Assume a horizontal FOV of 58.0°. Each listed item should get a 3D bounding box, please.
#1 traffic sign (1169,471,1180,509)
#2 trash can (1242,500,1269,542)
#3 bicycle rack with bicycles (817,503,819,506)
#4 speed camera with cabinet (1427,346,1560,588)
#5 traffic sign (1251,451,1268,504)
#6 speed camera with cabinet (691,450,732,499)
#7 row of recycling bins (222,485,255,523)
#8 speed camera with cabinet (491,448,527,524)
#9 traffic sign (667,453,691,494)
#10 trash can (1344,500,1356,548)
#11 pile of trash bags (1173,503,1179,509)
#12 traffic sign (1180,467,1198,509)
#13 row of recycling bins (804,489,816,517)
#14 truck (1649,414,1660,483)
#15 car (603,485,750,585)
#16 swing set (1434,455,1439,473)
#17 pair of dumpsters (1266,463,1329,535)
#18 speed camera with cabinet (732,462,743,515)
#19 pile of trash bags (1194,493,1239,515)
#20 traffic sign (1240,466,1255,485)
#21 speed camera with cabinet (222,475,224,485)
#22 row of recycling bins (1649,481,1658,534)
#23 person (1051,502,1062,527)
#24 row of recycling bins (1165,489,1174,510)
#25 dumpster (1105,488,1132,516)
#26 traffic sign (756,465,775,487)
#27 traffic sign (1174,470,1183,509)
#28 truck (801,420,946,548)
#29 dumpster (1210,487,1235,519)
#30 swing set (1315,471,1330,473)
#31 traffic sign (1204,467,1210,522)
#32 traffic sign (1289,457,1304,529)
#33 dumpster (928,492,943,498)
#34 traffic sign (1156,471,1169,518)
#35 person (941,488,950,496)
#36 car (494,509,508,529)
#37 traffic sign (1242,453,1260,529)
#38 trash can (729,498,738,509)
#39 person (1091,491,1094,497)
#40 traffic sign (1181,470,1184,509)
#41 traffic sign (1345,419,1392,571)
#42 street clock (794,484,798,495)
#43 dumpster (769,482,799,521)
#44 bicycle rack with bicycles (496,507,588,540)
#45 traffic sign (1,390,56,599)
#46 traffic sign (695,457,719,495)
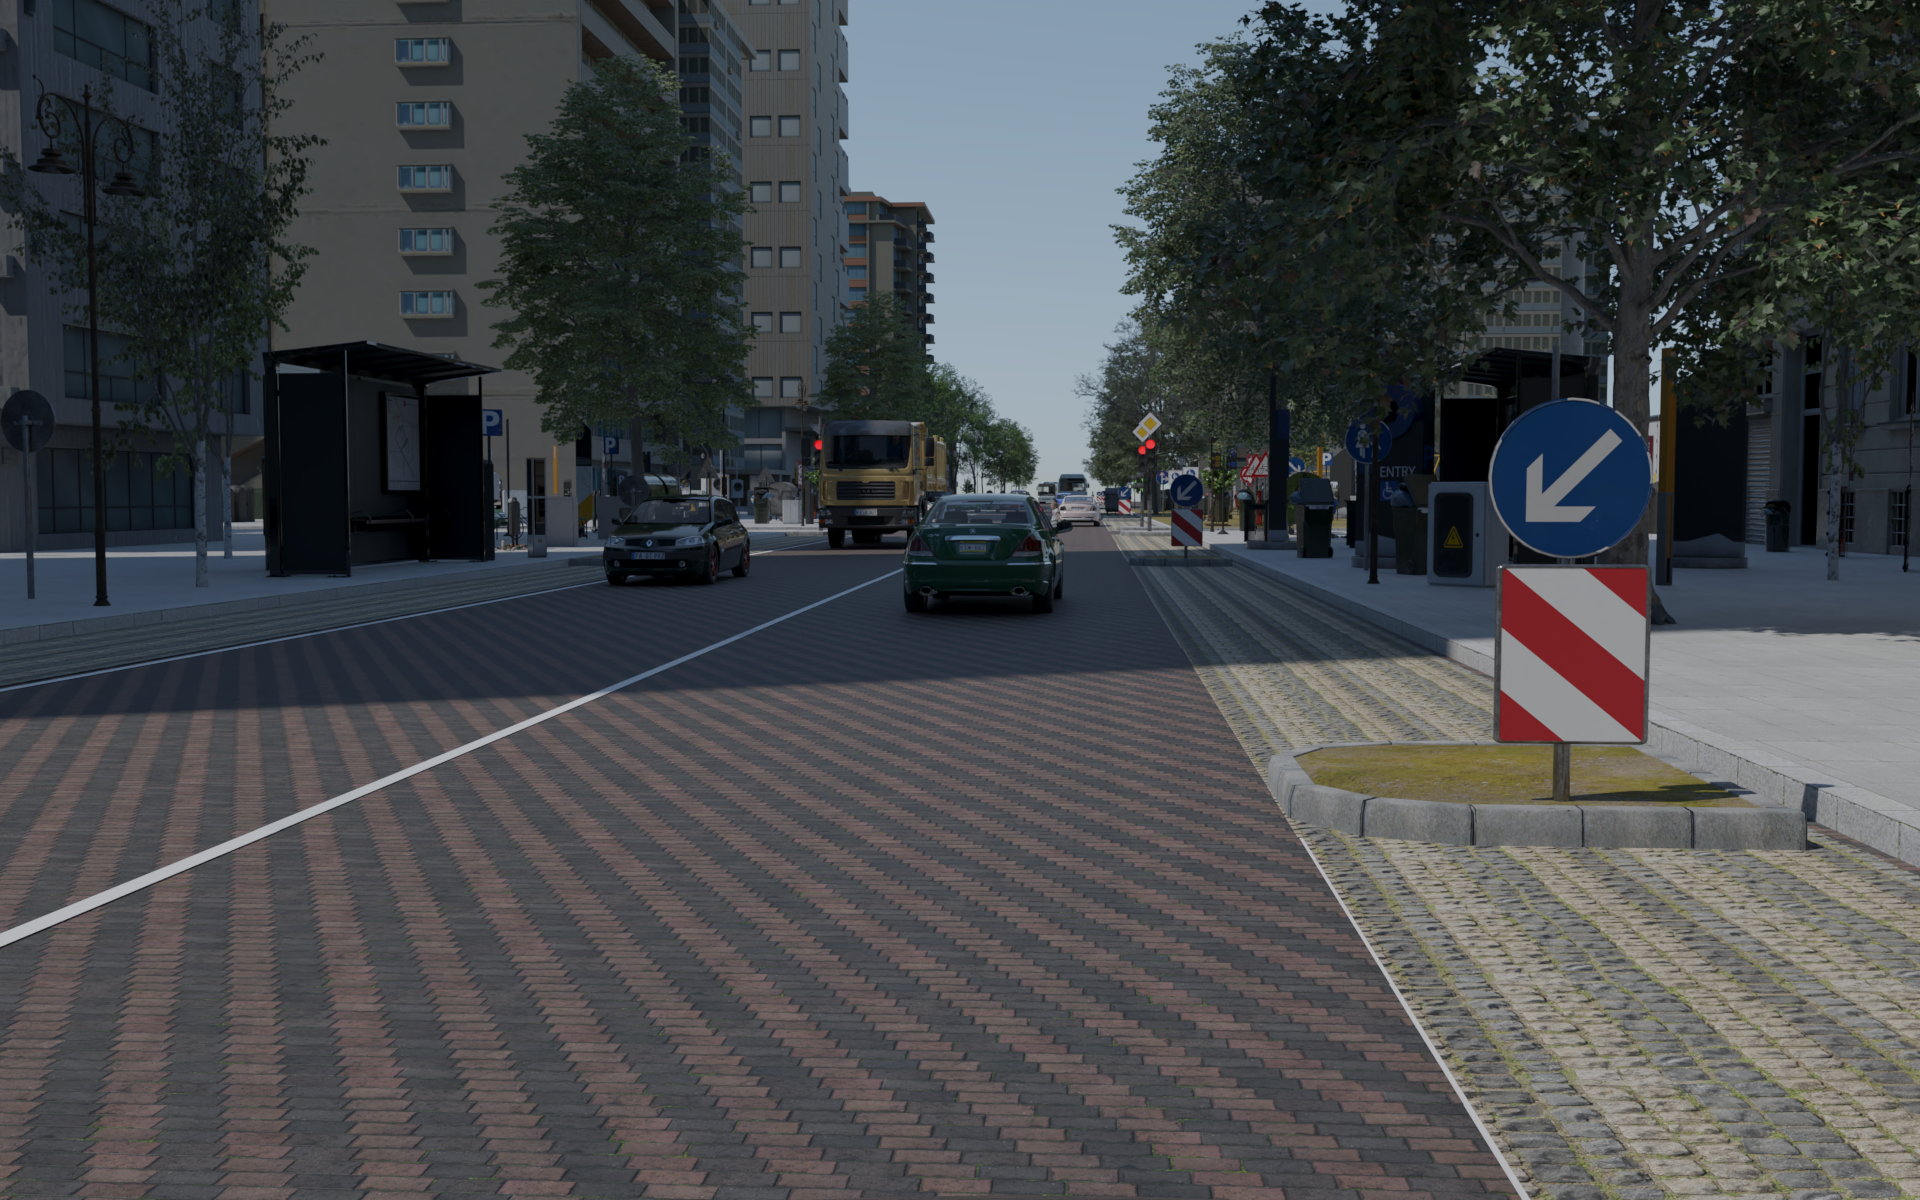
[{"bbox_3d":[9.476,-4.530,76.199,0.606,2.300,0.079,1,4,8],"label":"traffic sign"},{"bbox_3d":[7.561,-1.993,44.235,0.748,1.137,0.748,0,3,0],"label":"trash can"},{"bbox_3d":[-9.161,-6.819,124.866,2.925,0.926,2.852,0,4,0],"label":"bicycle rack with bicycles"},{"bbox_3d":[7.399,-1.794,23.670,0.660,3.252,2.038,-3,4,-38],"label":"speed camera with cabinet"},{"bbox_3d":[9.326,-3.238,52.941,0.884,2.594,0.081,0,4,5],"label":"traffic sign"},{"bbox_3d":[-11.438,-5.106,77.813,2.038,3.252,0.660,0,4,6],"label":"speed camera with cabinet"},{"bbox_3d":[-33.244,-4.383,78.768,1.069,1.692,3.534,1,4,10],"label":"row of recycling bins"},{"bbox_3d":[-19.775,-4.942,75.136,2.038,3.252,0.660,-3,5,-40],"label":"speed camera with cabinet"},{"bbox_3d":[-8.436,-3.167,51.892,0.768,2.556,0.104,1,4,12],"label":"traffic sign"},{"bbox_3d":[9.488,-1.804,41.142,0.748,1.137,0.748,0,3,0],"label":"trash can"},{"bbox_3d":[18.197,-7.594,133.921,3.447,1.369,1.912,-2,4,-31],"label":"pile of trash bags"},{"bbox_3d":[8.852,-3.934,66.453,0.606,2.300,0.079,1,4,13],"label":"traffic sign"},{"bbox_3d":[-7.189,-5.557,97.975,3.534,1.692,1.069,1,4,11],"label":"row of recycling bins"},{"bbox_3d":[30.160,-4.459,61.824,11.283,4.237,2.839,0,4,3],"label":"truck"},{"bbox_3d":[-4.644,-1.158,28.726,2.009,1.686,4.222,0,4,5],"label":"car"},{"bbox_3d":[18.236,-4.350,68.737,3.119,2.851,2.862,-2,4,-34],"label":"swing set"},{"bbox_3d":[10.864,-3.263,55.851,1.574,2.255,4.437,0,4,4],"label":"pair of dumpsters"},{"bbox_3d":[-14.499,-6.914,107.387,2.038,3.252,0.660,-1,4,-18],"label":"speed camera with cabinet"},{"bbox_3d":[15.804,-5.931,106.726,3.447,1.369,1.912,0,4,-6],"label":"pile of trash bags"},{"bbox_3d":[13.002,-4.776,78.186,0.768,2.556,0.104,0,4,8],"label":"traffic sign"},{"bbox_3d":[-35.902,-5.466,83.705,0.660,3.252,2.038,-1,4,-21],"label":"speed camera with cabinet"},{"bbox_3d":[21.252,-3.000,56.166,3.534,1.692,1.069,1,4,22],"label":"row of recycling bins"},{"bbox_3d":[2.723,-2.135,48.423,0.382,1.210,0.505,-2,4,-26],"label":"person"},{"bbox_3d":[16.618,-8.005,138.002,1.069,1.692,3.534,1,4,9],"label":"row of recycling bins"},{"bbox_3d":[10.485,-6.516,114.760,1.865,1.857,1.264,0,4,5],"label":"dumpster"},{"bbox_3d":[-8.701,-4.736,77.435,0.884,2.594,0.081,1,4,8],"label":"traffic sign"},{"bbox_3d":[11.398,-5.550,90.841,0.768,2.556,0.104,0,4,7],"label":"traffic sign"},{"bbox_3d":[-2.083,-3.204,48.307,3.469,3.379,9.791,0,4,5],"label":"truck"},{"bbox_3d":[13.348,-5.055,88.410,1.264,1.857,1.865,0,4,4],"label":"dumpster"},{"bbox_3d":[24.904,-7.316,117.228,2.862,2.851,3.119,-2,4,-35],"label":"swing set"},{"bbox_3d":[11.612,-4.935,80.801,0.768,2.556,0.104,1,4,13],"label":"traffic sign"},{"bbox_3d":[11.429,-3.621,59.308,0.768,2.556,0.104,1,4,10],"label":"traffic sign"},{"bbox_3d":[-1.784,-7.866,134.362,1.264,1.857,1.865,0,4,4],"label":"dumpster"},{"bbox_3d":[11.041,-5.750,94.122,0.768,2.556,0.104,0,4,7],"label":"traffic sign"},{"bbox_3d":[-0.797,-5.606,100.175,0.660,1.820,0.620,0,4,5],"label":"person"},{"bbox_3d":[-19.484,-3.273,65.315,4.920,1.459,2.131,0,4,3],"label":"car"},{"bbox_3d":[9.312,-3.336,54.550,0.884,2.594,0.081,0,4,8],"label":"traffic sign"},{"bbox_3d":[-7.702,-2.781,57.117,0.748,1.137,0.748,0,3,0],"label":"trash can"},{"bbox_3d":[19.237,-14.856,251.384,0.705,1.826,1.348,-1,4,-20],"label":"person"},{"bbox_3d":[11.813,-5.607,91.776,0.768,2.556,0.104,1,4,11],"label":"traffic sign"},{"bbox_3d":[6.806,-1.764,28.944,0.768,2.556,0.104,1,4,9],"label":"traffic sign"},{"bbox_3d":[-11.407,-7.083,120.371,0.358,2.002,0.471,-1,4,-15],"label":"street clock"},{"bbox_3d":[-8.494,-4.725,83.007,1.264,1.857,1.865,0,4,4],"label":"dumpster"},{"bbox_3d":[-11.648,-2.187,49.134,2.852,0.926,2.925,2,4,26],"label":"bicycle rack with bicycles"},{"bbox_3d":[-11.383,-1.287,21.151,0.768,2.556,0.104,1,4,12],"label":"traffic sign"},{"bbox_3d":[-8.731,-3.654,59.753,0.884,2.594,0.081,1,4,13],"label":"traffic sign"}]
